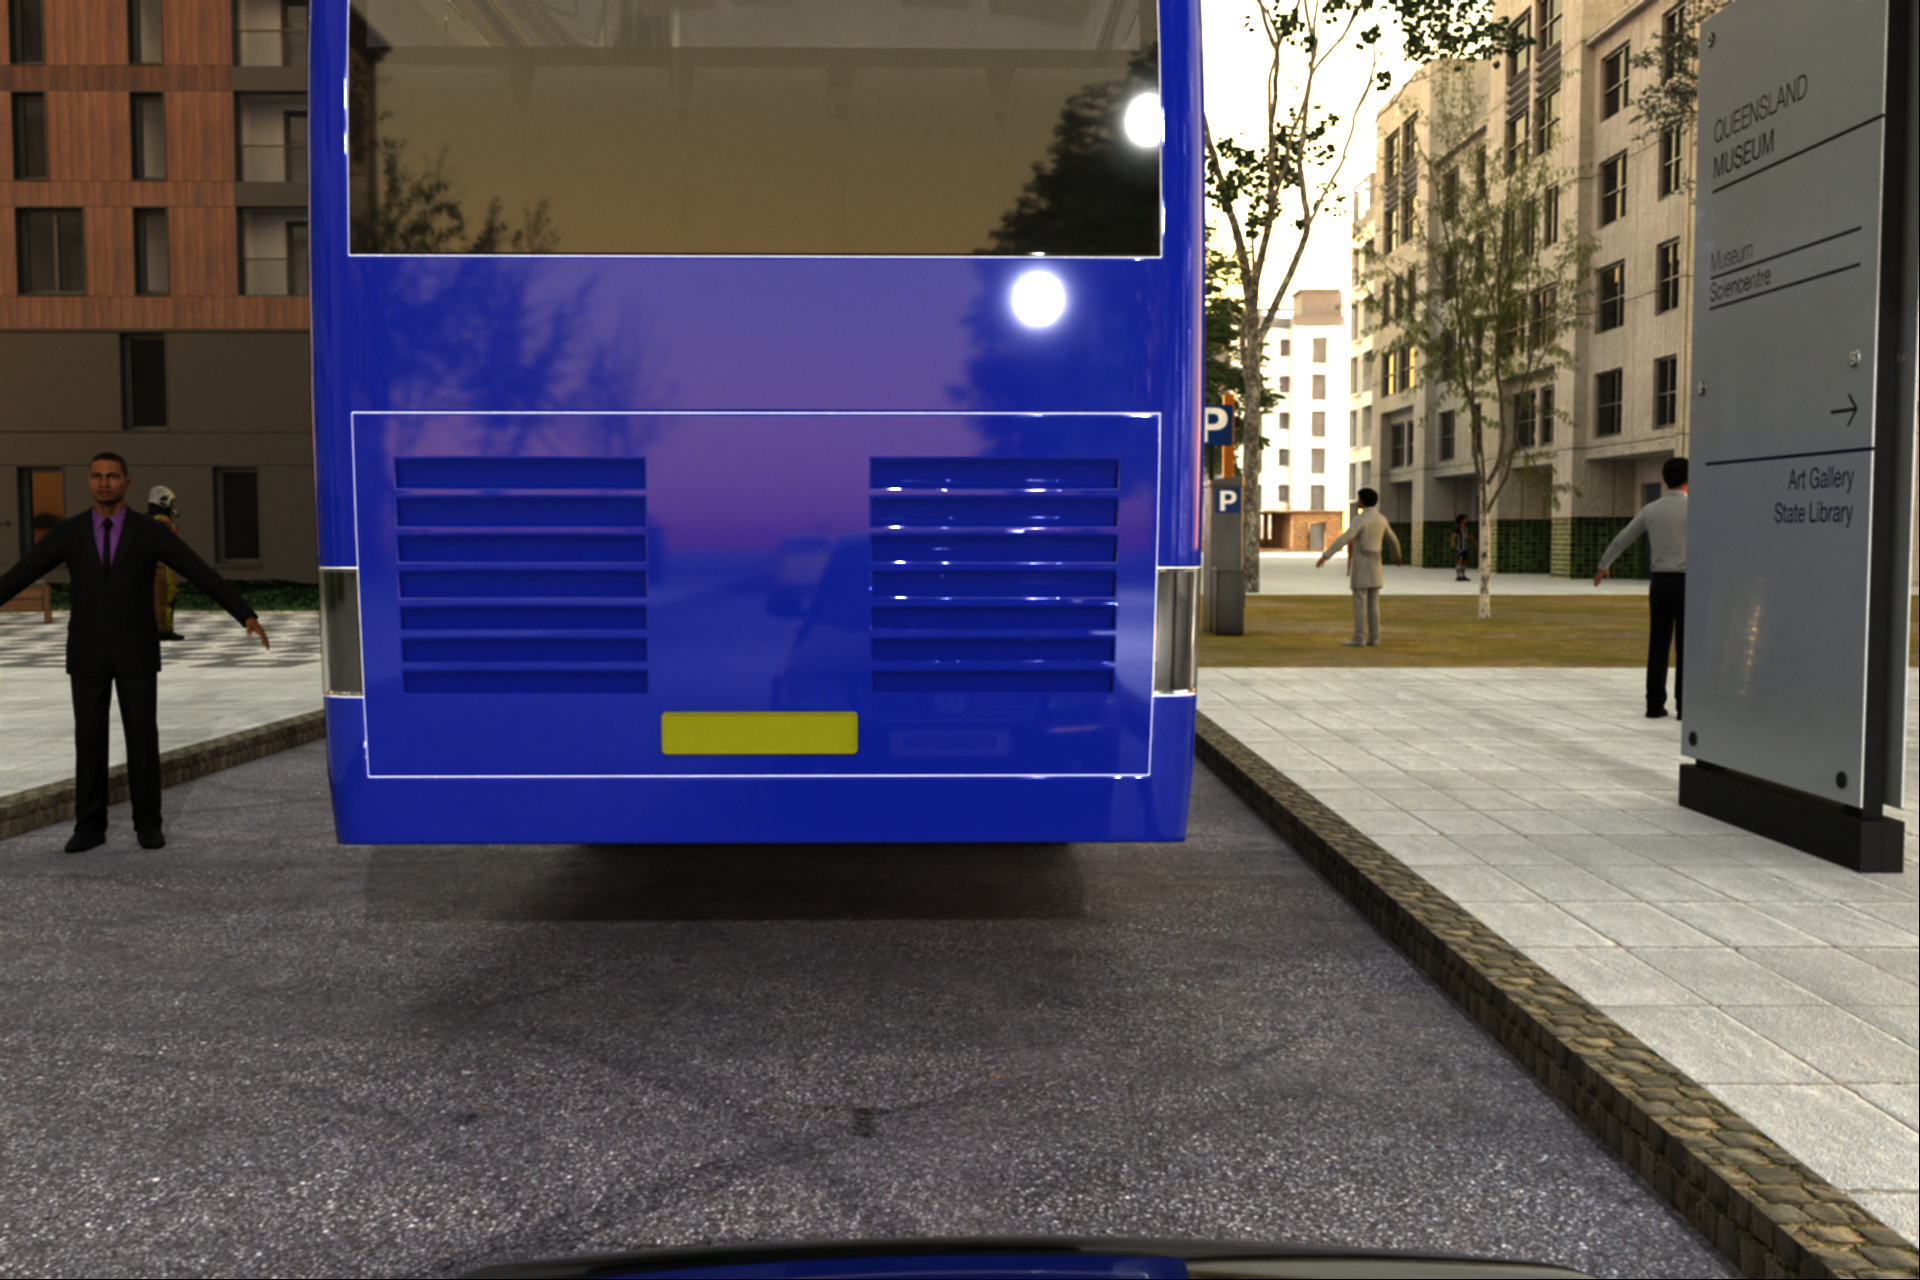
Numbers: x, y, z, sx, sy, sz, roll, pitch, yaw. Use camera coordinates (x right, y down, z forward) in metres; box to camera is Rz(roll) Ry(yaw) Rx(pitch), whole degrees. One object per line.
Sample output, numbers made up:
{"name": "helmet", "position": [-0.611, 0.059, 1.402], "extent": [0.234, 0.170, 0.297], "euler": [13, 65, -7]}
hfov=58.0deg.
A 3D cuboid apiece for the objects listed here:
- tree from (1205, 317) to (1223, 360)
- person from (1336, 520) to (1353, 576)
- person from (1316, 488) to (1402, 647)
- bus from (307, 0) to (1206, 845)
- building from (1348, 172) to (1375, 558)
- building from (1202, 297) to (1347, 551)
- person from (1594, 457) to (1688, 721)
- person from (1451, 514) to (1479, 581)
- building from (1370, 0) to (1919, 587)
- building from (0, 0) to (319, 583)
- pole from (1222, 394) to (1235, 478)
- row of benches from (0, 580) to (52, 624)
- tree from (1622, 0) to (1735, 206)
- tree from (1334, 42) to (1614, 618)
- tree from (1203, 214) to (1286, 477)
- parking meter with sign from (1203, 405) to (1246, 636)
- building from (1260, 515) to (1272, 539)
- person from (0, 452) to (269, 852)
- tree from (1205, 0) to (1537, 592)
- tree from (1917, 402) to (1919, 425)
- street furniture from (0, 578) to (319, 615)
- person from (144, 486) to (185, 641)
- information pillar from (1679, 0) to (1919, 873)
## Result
{"name": "tree", "position": [6.196, -8.600, 66.366], "extent": [9.928, 11.665, 9.643], "euler": [0, 3, 0]}
{"name": "person", "position": [12.150, -2.860, 53.571], "extent": [1.217, 1.733, 0.721], "euler": [1, 4, 9]}
{"name": "person", "position": [4.635, -0.836, 19.853], "extent": [1.347, 1.806, 0.705], "euler": [-2, 4, -34]}
{"name": "bus", "position": [-0.662, -1.184, 10.899], "extent": [2.896, 3.916, 12.251], "euler": [0, 4, -1]}
{"name": "building", "position": [26.012, -14.398, 91.833], "extent": [16.016, 20.090, 11.380], "euler": [0, 3, 0]}
{"name": "building", "position": [23.494, -17.691, 145.665], "extent": [16.016, 20.090, 11.380], "euler": [0, 4, 1]}
{"name": "person", "position": [4.986, -0.359, 12.032], "extent": [0.704, 1.810, 1.344], "euler": [-3, 5, -39]}
{"name": "person", "position": [13.796, -2.529, 47.500], "extent": [1.345, 1.843, 0.704], "euler": [-3, 5, -43]}
{"name": "building", "position": [25.820, -11.680, 57.433], "extent": [16.747, 18.905, 31.486], "euler": [0, 3, 0]}
{"name": "building", "position": [-25.140, -13.169, 59.282], "extent": [27.936, 21.610, 32.646], "euler": [0, 4, 0]}
{"name": "pole", "position": [3.924, -1.929, 25.389], "extent": [0.158, 3.312, 0.155], "euler": [0, 3, 0]}
{"name": "row of benches", "position": [-14.793, -0.531, 24.139], "extent": [4.104, 0.672, 1.422], "euler": [-2, 4, -25]}
{"name": "tree", "position": [11.291, -6.526, 17.072], "extent": [12.009, 13.543, 11.850], "euler": [0, 3, 0]}
{"name": "tree", "position": [8.142, -4.645, 26.301], "extent": [4.360, 8.622, 3.978], "euler": [0, 3, 0]}
{"name": "tree", "position": [6.677, -8.465, 56.523], "extent": [7.486, 12.596, 7.792], "euler": [0, 3, 0]}
{"name": "parking meter with sign", "position": [3.415, -1.612, 22.613], "extent": [0.543, 3.016, 1.738], "euler": [0, 4, -1]}
{"name": "building", "position": [24.189, -18.713, 172.414], "extent": [16.747, 18.905, 31.486], "euler": [0, 4, 0]}
{"name": "person", "position": [-3.870, 0.047, 7.908], "extent": [1.346, 1.802, 0.704], "euler": [-1, 4, -17]}
{"name": "tree", "position": [7.868, -11.104, 37.437], "extent": [12.611, 20.169, 13.585], "euler": [0, 3, 0]}
{"name": "tree", "position": [6.519, -3.553, 8.448], "extent": [4.360, 8.622, 3.978], "euler": [0, 3, 0]}
{"name": "street furniture", "position": [-11.521, -0.880, 30.013], "extent": [10.072, 0.657, 5.734], "euler": [0, 4, 4]}
{"name": "person", "position": [-9.614, -0.927, 20.931], "extent": [1.354, 1.858, 0.705], "euler": [3, 5, 41]}
{"name": "information pillar", "position": [3.486, -0.976, 7.268], "extent": [0.184, 3.620, 1.656], "euler": [0, 3, 0]}
